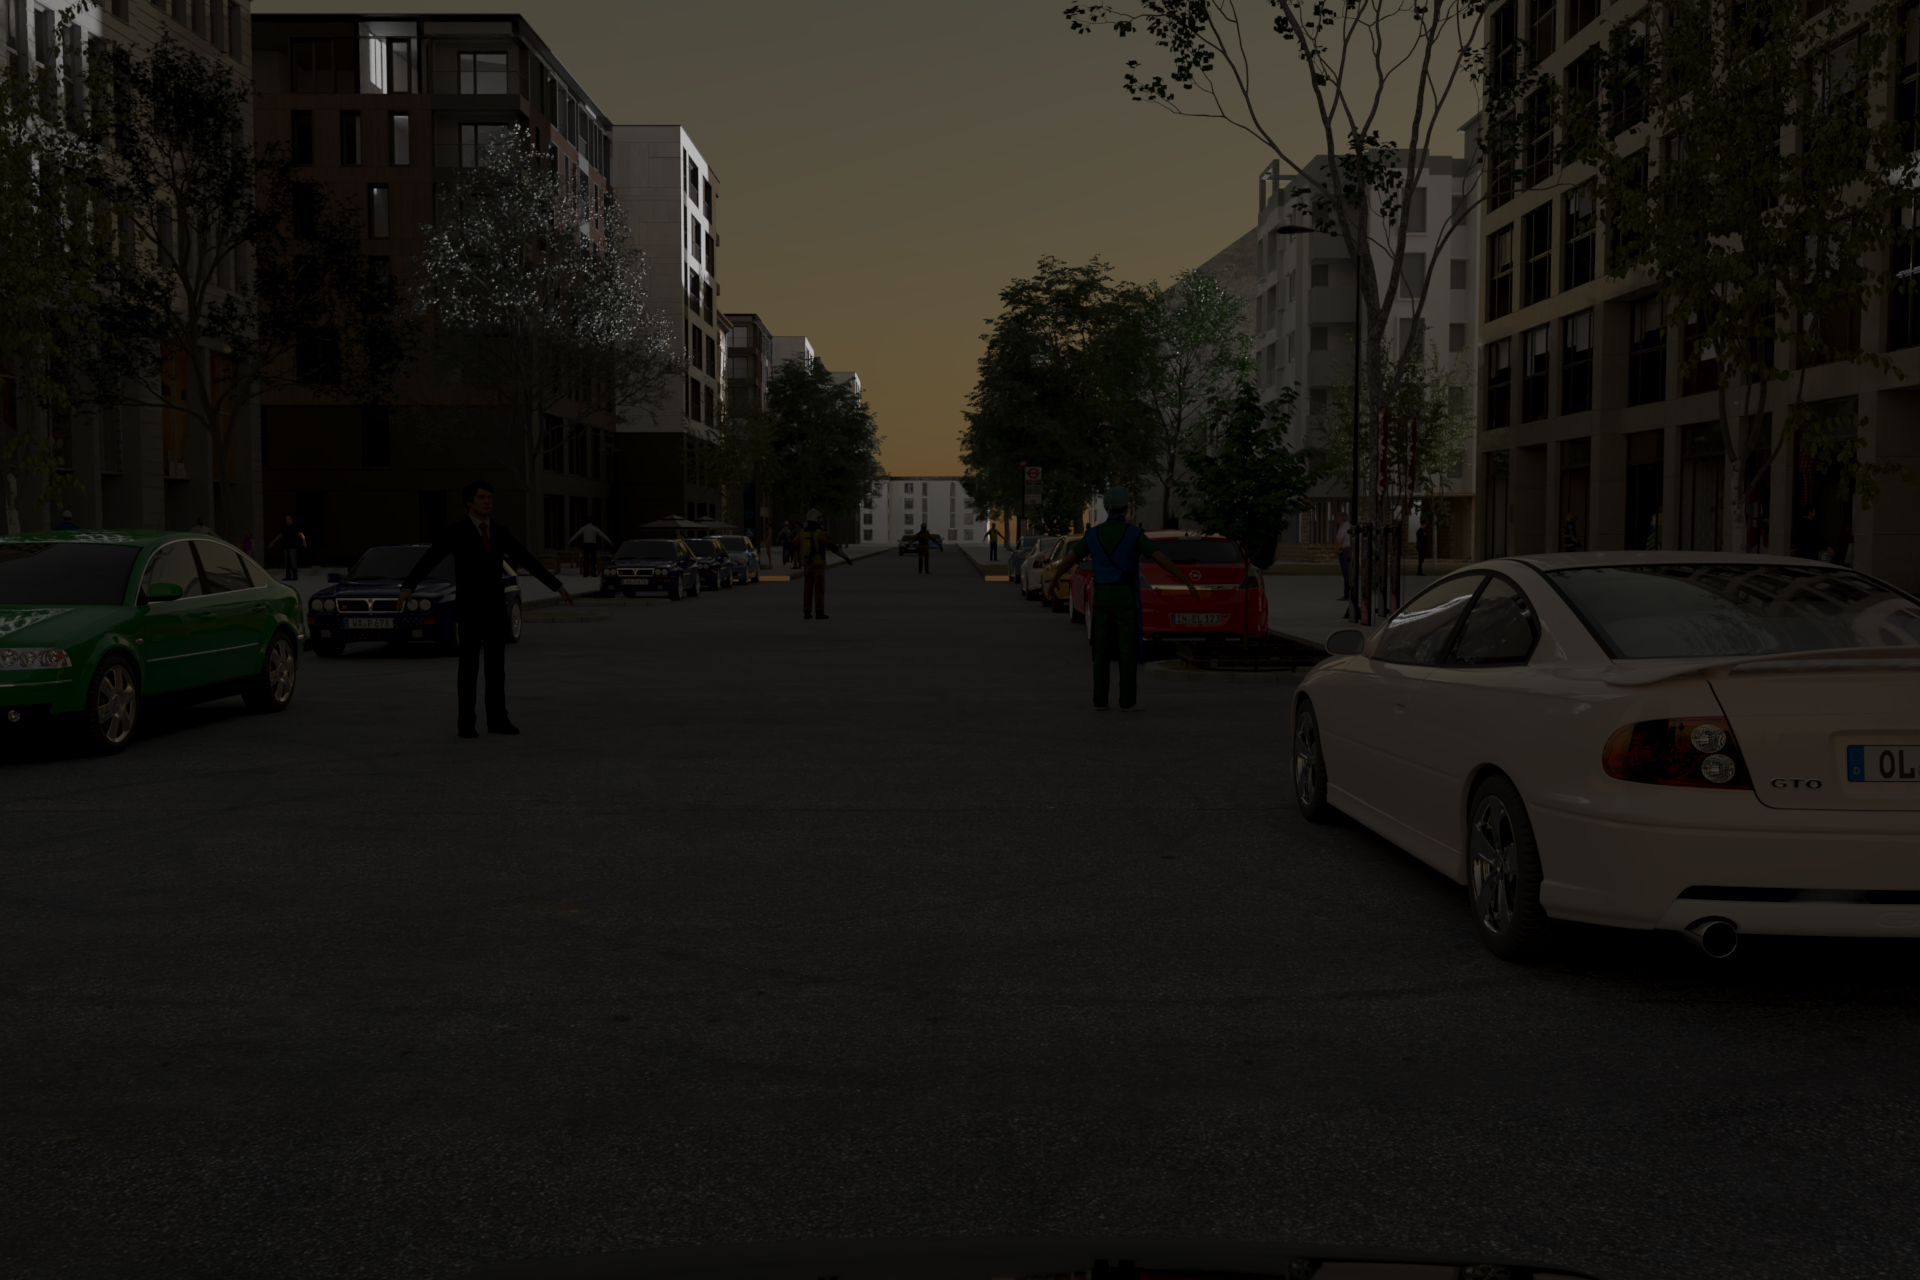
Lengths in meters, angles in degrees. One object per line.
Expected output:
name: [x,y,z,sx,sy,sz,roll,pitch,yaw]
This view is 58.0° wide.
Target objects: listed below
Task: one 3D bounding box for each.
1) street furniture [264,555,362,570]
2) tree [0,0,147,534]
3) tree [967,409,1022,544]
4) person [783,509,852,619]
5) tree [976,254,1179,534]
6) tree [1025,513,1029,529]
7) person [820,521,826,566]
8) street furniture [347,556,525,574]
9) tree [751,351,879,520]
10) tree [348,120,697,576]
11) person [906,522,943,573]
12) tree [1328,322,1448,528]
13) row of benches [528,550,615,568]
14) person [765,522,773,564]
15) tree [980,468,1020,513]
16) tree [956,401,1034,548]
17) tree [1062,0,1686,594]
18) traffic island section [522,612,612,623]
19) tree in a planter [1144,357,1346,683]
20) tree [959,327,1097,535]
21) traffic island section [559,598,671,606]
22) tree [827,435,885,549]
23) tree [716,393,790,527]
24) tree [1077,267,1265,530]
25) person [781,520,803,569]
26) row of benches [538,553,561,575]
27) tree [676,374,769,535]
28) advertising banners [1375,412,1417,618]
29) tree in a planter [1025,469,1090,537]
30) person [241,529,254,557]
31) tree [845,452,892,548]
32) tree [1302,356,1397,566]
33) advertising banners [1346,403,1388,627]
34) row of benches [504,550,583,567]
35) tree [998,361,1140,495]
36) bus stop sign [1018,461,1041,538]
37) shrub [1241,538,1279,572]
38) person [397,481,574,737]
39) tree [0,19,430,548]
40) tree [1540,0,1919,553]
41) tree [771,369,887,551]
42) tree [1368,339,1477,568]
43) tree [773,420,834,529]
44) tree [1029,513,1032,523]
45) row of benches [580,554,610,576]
street furniture: [-26.675,-2.990,64.519,10.072,0.657,5.734,0,4,8]
tree: [-12.418,-4.395,22.217,4.737,8.622,4.395,0,3,0]
tree: [4.584,-12.590,131.604,9.928,11.665,9.643,0,3,0]
person: [-2.451,-1.286,29.253,1.354,1.858,0.705,2,4,27]
tree: [5.246,-10.459,77.662,9.857,13.997,8.962,0,3,0]
tree: [9.743,-17.941,243.696,4.737,8.622,4.395,0,3,0]
person: [-5.639,-3.907,70.002,0.705,1.813,1.348,2,4,26]
street furniture: [-17.497,-2.664,59.179,5.734,0.657,10.072,0,4,-7]
tree: [-10.102,-13.055,120.096,9.857,13.997,8.962,0,3,0]
tree: [-13.148,-8.694,52.520,12.009,13.543,11.850,0,3,0]
person: [-1.313,-3.349,62.983,1.354,1.858,0.705,-1,4,-15]
tree: [14.349,-6.546,57.397,4.737,8.622,4.395,0,3,0]
row of benches: [-15.132,-3.065,65.569,4.104,0.672,1.422,1,4,11]
person: [-7.468,-3.679,66.956,0.721,1.733,1.217,0,4,-7]
tree: [5.064,-13.344,143.923,9.928,11.665,9.643,0,3,0]
tree: [4.233,-15.425,158.846,9.857,13.997,8.962,0,3,0]
tree: [8.449,-10.964,35.144,12.611,20.169,13.585,0,3,0]
traffic island section: [-6.886,-0.367,28.868,1.991,0.108,1.994,0,4,-1]
tree in a planter: [2.921,-1.246,17.595,1.991,3.239,1.994,0,4,-1]
tree: [4.799,-12.120,104.817,9.857,13.997,8.962,0,3,0]
traffic island section: [-6.959,-0.761,35.306,1.991,0.108,1.994,0,4,1]
tree: [-10.259,-13.583,147.833,9.928,11.665,9.643,0,3,0]
tree: [-10.769,-8.594,90.872,4.737,8.622,4.395,0,3,0]
tree: [8.121,-8.645,67.094,9.928,11.665,9.643,0,3,0]
person: [-6.001,-3.509,63.637,0.705,1.796,1.348,3,5,42]
row of benches: [-13.247,-2.462,55.721,1.422,0.672,4.104,-1,4,-11]
tree: [-10.678,-7.848,78.680,4.737,8.622,4.395,0,3,0]
advertising banners: [6.544,-1.824,26.012,0.090,3.025,2.074,0,4,0]
tree in a planter: [2.698,-3.111,48.080,1.991,3.239,1.994,0,4,-1]
person: [-22.357,-2.750,54.225,0.991,1.433,0.599,3,4,39]
tree: [-10.447,-13.722,158.765,8.767,10.594,7.601,0,4,-2]
tree: [16.025,-7.327,70.164,4.737,8.622,4.395,0,3,0]
advertising banners: [5.698,-1.716,24.247,0.090,3.025,2.074,0,4,0]
row of benches: [-16.825,-3.187,67.571,4.104,0.672,1.422,0,4,0]
tree: [5.475,-9.511,89.915,8.767,10.594,7.601,0,4,7]
bus stop sign: [2.519,-4.535,62.854,0.855,3.939,0.416,0,4,-1]
shrub: [9.564,-3.209,56.502,1.661,2.075,1.752,0,3,0]
person: [-3.397,-0.226,12.336,1.347,1.806,0.705,-3,5,-42]
tree: [-13.516,-5.947,31.641,7.601,10.594,8.767,2,4,33]
tree: [8.163,-4.132,17.927,4.737,8.622,4.395,0,3,0]
tree: [-10.107,-13.689,130.477,9.857,13.997,8.962,0,3,0]
tree: [17.558,-6.983,64.531,4.737,8.622,4.395,0,3,0]
tree: [-10.028,-9.856,111.502,4.360,8.622,3.978,0,3,0]
tree: [4.857,-10.478,121.672,4.360,8.622,3.978,0,3,0]
row of benches: [-11.330,-2.356,53.975,1.422,0.672,4.104,-1,4,-18]
